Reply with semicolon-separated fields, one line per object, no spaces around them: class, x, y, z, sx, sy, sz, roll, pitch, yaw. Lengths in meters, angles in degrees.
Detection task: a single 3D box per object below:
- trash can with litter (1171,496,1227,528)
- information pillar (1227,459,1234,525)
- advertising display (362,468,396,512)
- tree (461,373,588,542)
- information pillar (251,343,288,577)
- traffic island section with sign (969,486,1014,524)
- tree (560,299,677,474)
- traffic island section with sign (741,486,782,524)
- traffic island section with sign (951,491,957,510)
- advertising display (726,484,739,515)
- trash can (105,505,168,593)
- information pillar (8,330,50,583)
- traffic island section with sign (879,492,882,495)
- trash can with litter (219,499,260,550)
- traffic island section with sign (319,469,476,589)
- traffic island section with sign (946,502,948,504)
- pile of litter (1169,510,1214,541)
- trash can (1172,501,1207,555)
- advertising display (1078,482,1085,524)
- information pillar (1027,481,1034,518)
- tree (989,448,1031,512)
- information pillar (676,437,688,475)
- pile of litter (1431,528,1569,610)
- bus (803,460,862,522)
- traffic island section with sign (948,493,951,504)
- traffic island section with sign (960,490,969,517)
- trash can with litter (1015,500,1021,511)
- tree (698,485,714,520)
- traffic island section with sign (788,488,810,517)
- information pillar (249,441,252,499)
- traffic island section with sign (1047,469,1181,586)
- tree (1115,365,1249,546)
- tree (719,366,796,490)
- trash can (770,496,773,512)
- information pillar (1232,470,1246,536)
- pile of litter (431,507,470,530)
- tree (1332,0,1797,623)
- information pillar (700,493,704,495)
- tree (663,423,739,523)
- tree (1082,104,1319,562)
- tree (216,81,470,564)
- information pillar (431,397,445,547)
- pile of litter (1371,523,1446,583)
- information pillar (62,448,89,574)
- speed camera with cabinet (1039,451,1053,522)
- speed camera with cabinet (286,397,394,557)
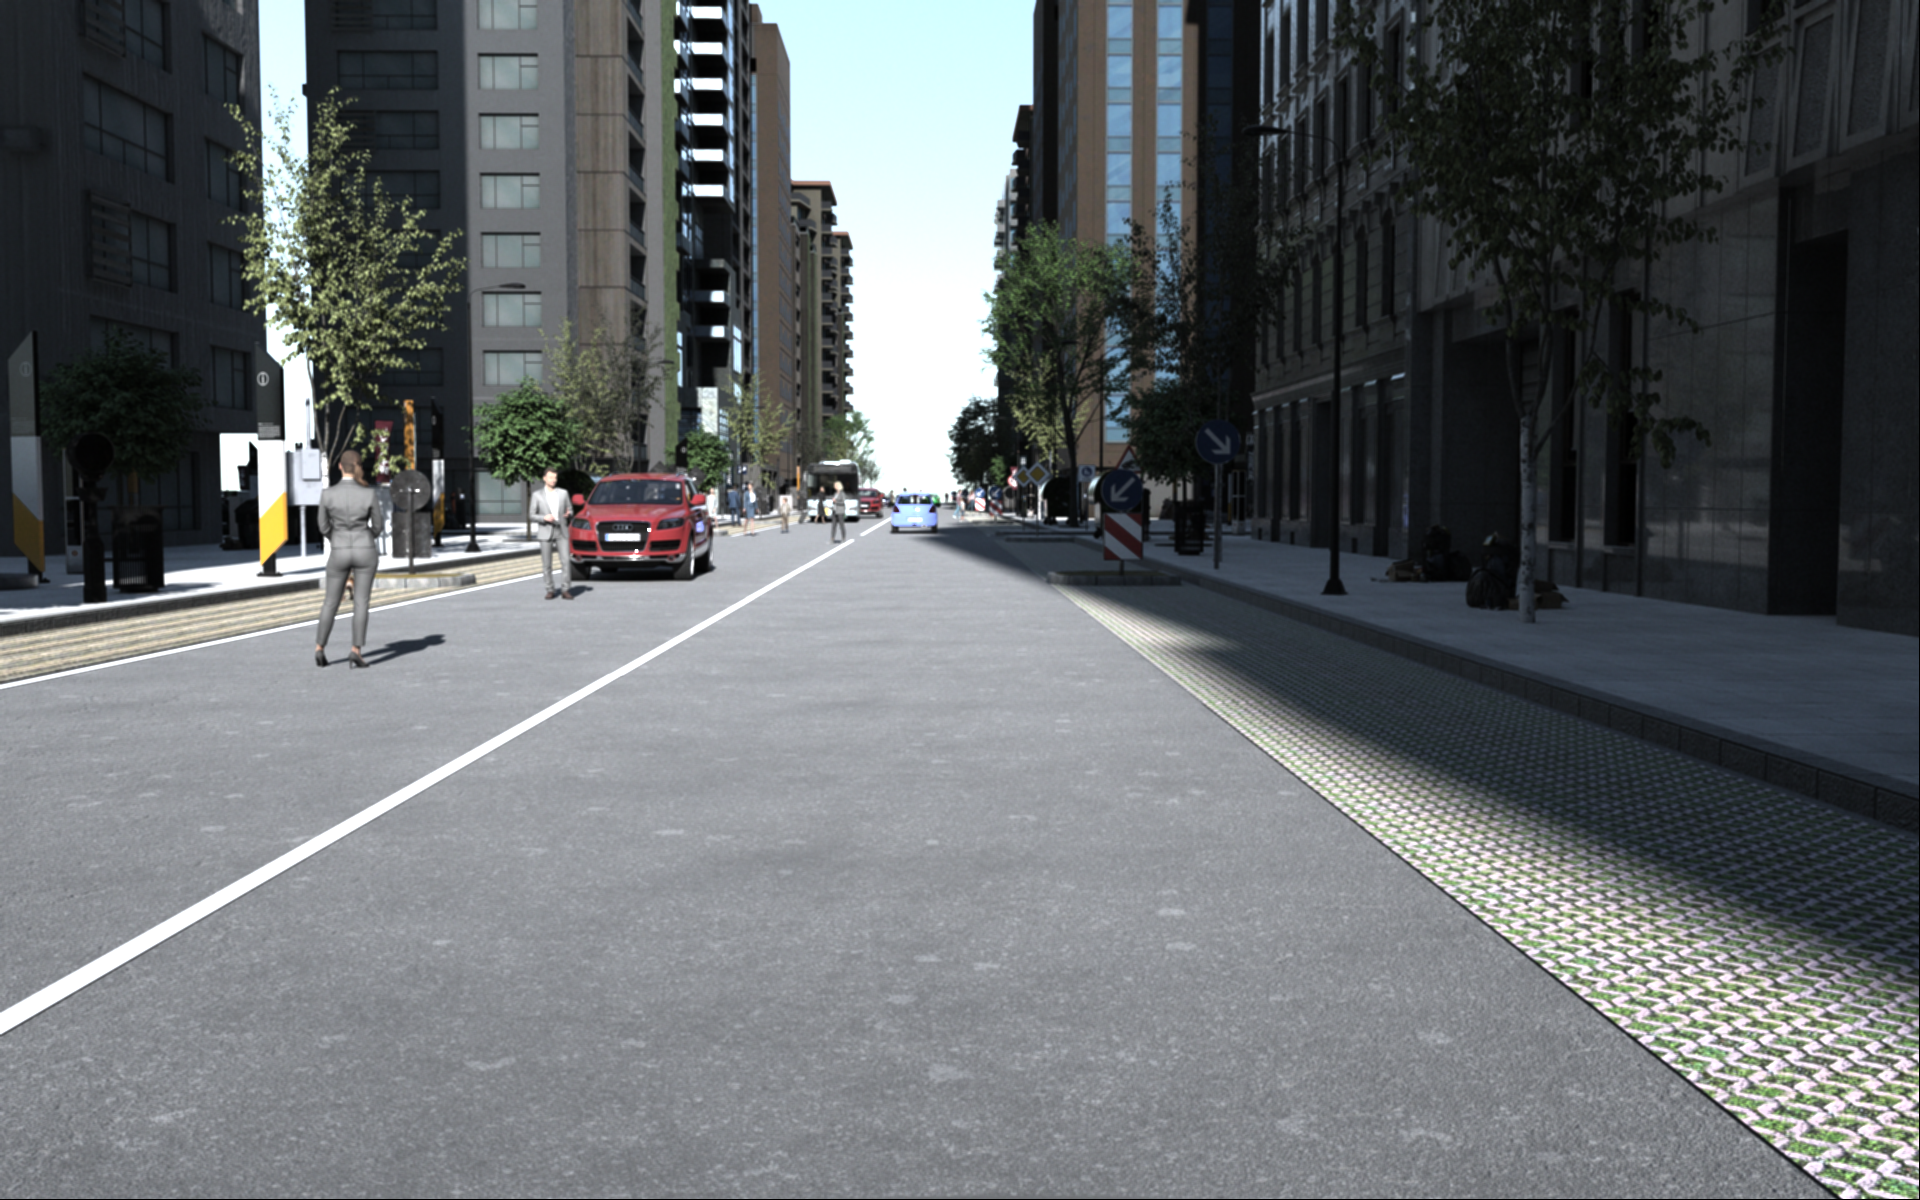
trash can with litter;8.973;-3.357;65.939;1.678;1.210;2.233;-2;4;-34
information pillar;11.088;-4.861;70.832;0.183;3.616;0.504;2;4;26
advertising display;-14.410;-2.293;42.706;0.974;1.923;0.123;0;4;5
tree;-11.844;-3.877;47.103;4.285;4.588;4.351;0;3;0
information pillar;-10.667;-2.169;26.820;0.504;3.616;0.183;1;4;20
traffic island section with sign;1.571;-4.543;82.904;1.989;1.847;2.006;0;4;-1
tree;-12.646;-6.982;64.513;4.360;8.622;3.978;0;3;0
traffic island section with sign;-9.551;-4.562;83.219;1.989;1.847;2.006;0;4;-1
traffic island section with sign;0.391;-9.266;160.127;1.989;1.847;2.006;0;4;-1
advertising display;-13.906;-6.155;105.847;0.123;1.923;0.974;3;5;39
trash can;-10.715;-0.668;22.574;0.748;1.137;0.748;0;3;0
information pillar;-13.416;-2.052;24.905;0.504;3.616;0.183;1;4;19
traffic island section with sign;-12.398;-15.977;269.854;1.989;1.847;2.006;0;4;-1
trash can with litter;-16.481;-1.740;39.831;0.624;1.170;1.055;1;4;19
traffic island section with sign;-8.693;-1.126;27.044;1.989;1.847;2.006;0;4;-1
traffic island section with sign;-0.856;-14.304;242.494;1.989;1.847;2.006;0;4;-1
pile of litter;6.467;-2.105;48.389;1.176;0.858;1.719;0;4;-6
trash can;4.820;-1.516;36.435;0.748;1.137;0.748;0;3;0
advertising display;5.286;-4.286;75.283;0.123;1.923;0.974;1;4;13
information pillar;3.747;-5.365;92.205;0.304;2.012;0.304;3;4;38
tree;3.681;-8.535;123.256;4.285;4.588;4.351;0;3;0
information pillar;-11.249;-4.819;70.140;0.504;3.616;0.183;0;4;-8
pile of litter;6.430;-0.356;19.787;1.719;0.858;1.176;-3;5;-39
bus;-6.628;-5.958;92.266;2.948;3.499;13.247;0;4;-3
traffic island section with sign;-0.021;-10.939;187.477;1.989;1.847;2.006;0;4;-1
traffic island section with sign;1.146;-6.220;110.330;1.989;1.847;2.006;0;4;-1
trash can with litter;4.615;-7.373;131.930;0.624;1.170;1.055;-3;4;-37
tree;-12.764;-5.560;85.515;1.663;3.219;1.824;0;3;0
traffic island section with sign;-9.973;-6.211;110.171;1.989;1.847;2.006;0;4;-1
information pillar;-31.109;-5.198;76.347;0.183;3.616;0.504;2;4;25
traffic island section with sign;2.418;-1.172;27.794;1.989;1.847;2.006;0;4;-1
tree;5.479;-3.622;42.929;4.285;4.588;4.351;0;3;0
tree;-11.819;-9.134;99.706;4.737;8.622;4.395;0;3;0
trash can;-13.559;-6.792;122.699;0.748;1.137;0.748;0;3;0
information pillar;8.608;-2.995;53.458;0.304;2.012;0.304;-2;4;-28
pile of litter;-18.325;-2.949;62.175;1.719;0.858;1.176;3;4;38
tree;5.634;-4.065;16.826;4.737;8.622;4.395;0;3;0
information pillar;-14.504;-6.429;96.476;0.504;3.616;0.183;-2;4;-31
tree;-11.604;-5.785;78.293;4.285;4.588;4.351;0;3;0
tree;4.743;-5.046;32.860;4.360;8.622;3.978;0;3;0
tree;-11.401;-4.961;31.471;4.737;8.622;4.395;0;3;0
information pillar;-12.609;-3.087;41.835;0.183;3.616;0.504;-3;5;-40
pile of litter;6.845;-0.713;25.617;1.719;0.858;1.176;-1;4;-10
information pillar;-14.129;-1.423;27.762;0.304;2.012;0.304;0;4;4
speed camera with cabinet;4.007;-5.244;80.071;0.660;3.252;2.038;0;4;4
speed camera with cabinet;-12.865;-2.545;35.941;2.038;3.252;0.660;-3;4;-38
